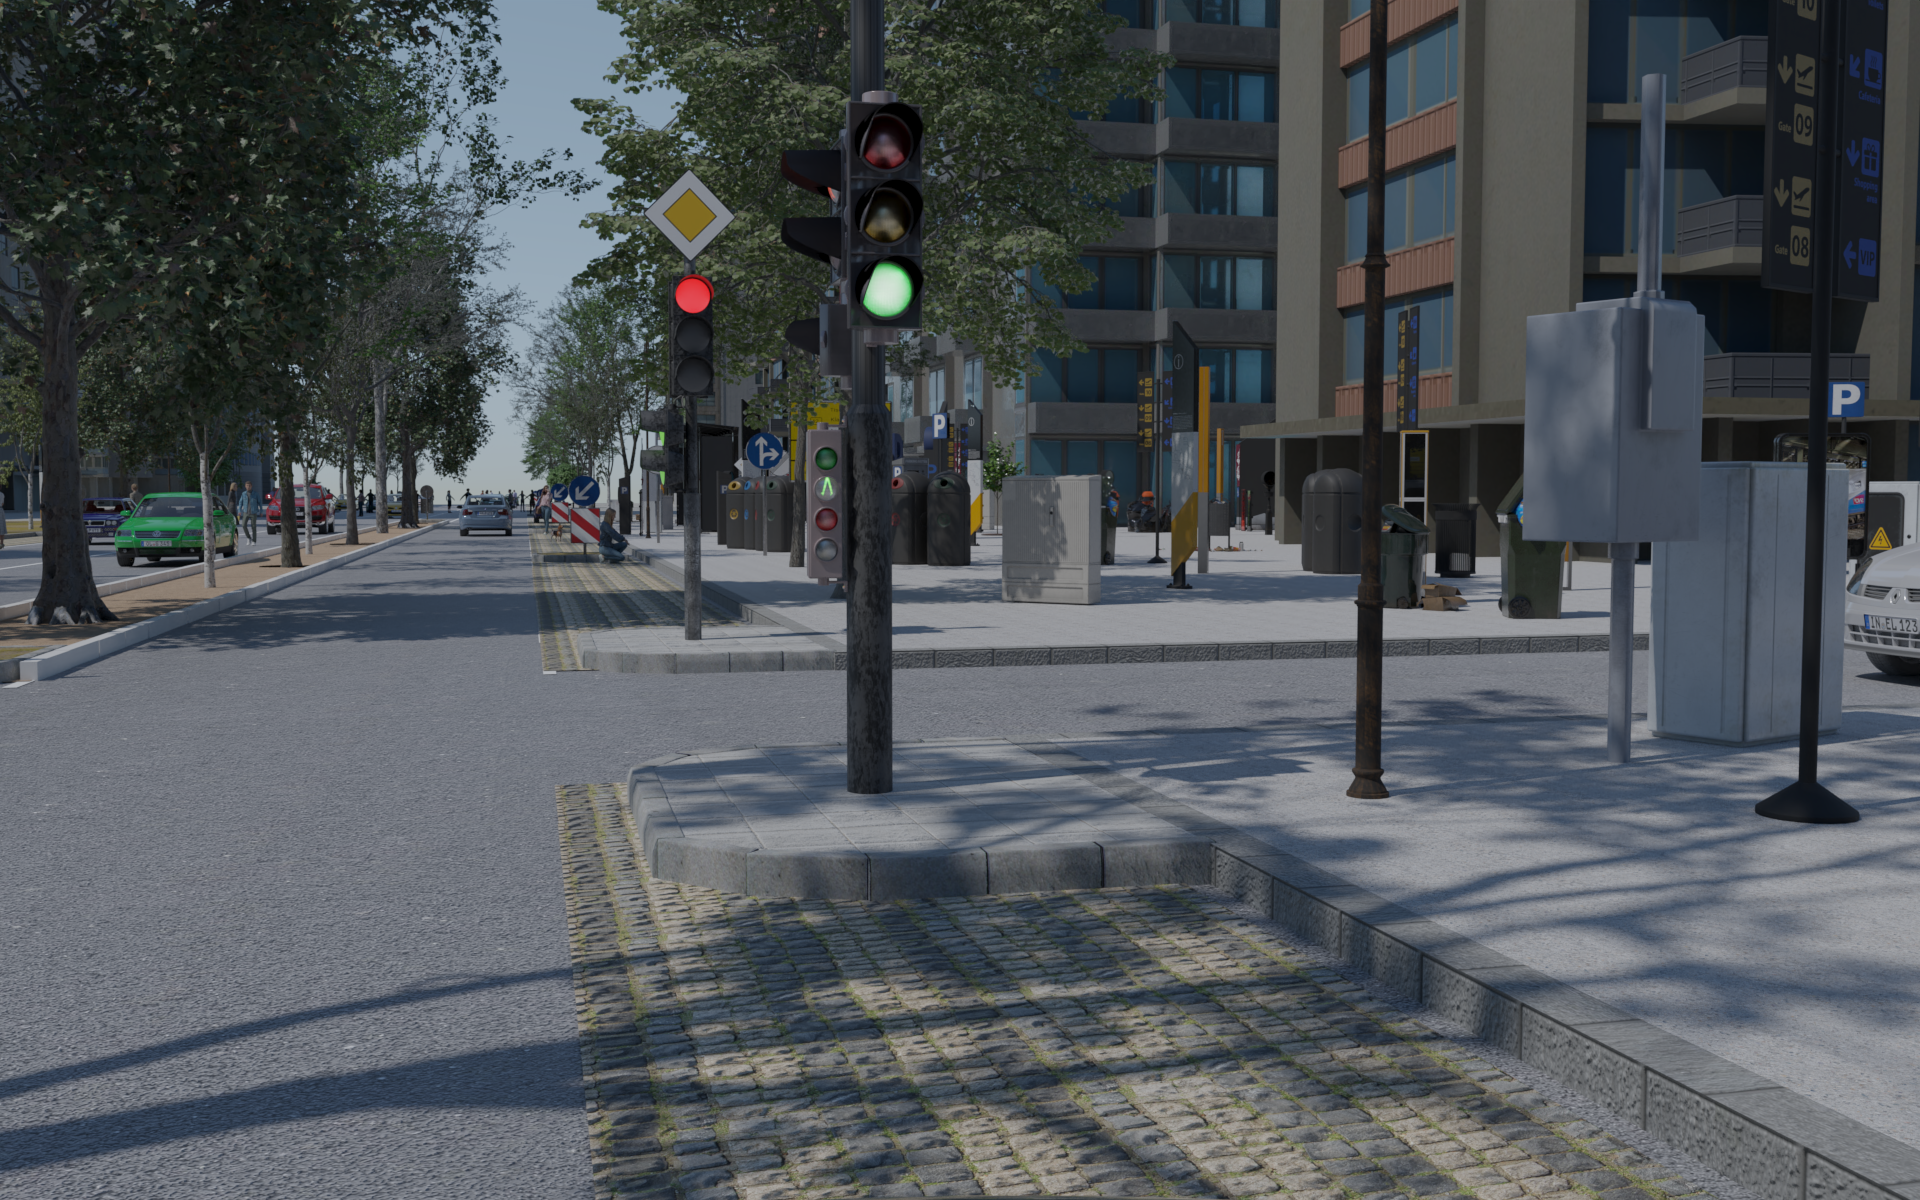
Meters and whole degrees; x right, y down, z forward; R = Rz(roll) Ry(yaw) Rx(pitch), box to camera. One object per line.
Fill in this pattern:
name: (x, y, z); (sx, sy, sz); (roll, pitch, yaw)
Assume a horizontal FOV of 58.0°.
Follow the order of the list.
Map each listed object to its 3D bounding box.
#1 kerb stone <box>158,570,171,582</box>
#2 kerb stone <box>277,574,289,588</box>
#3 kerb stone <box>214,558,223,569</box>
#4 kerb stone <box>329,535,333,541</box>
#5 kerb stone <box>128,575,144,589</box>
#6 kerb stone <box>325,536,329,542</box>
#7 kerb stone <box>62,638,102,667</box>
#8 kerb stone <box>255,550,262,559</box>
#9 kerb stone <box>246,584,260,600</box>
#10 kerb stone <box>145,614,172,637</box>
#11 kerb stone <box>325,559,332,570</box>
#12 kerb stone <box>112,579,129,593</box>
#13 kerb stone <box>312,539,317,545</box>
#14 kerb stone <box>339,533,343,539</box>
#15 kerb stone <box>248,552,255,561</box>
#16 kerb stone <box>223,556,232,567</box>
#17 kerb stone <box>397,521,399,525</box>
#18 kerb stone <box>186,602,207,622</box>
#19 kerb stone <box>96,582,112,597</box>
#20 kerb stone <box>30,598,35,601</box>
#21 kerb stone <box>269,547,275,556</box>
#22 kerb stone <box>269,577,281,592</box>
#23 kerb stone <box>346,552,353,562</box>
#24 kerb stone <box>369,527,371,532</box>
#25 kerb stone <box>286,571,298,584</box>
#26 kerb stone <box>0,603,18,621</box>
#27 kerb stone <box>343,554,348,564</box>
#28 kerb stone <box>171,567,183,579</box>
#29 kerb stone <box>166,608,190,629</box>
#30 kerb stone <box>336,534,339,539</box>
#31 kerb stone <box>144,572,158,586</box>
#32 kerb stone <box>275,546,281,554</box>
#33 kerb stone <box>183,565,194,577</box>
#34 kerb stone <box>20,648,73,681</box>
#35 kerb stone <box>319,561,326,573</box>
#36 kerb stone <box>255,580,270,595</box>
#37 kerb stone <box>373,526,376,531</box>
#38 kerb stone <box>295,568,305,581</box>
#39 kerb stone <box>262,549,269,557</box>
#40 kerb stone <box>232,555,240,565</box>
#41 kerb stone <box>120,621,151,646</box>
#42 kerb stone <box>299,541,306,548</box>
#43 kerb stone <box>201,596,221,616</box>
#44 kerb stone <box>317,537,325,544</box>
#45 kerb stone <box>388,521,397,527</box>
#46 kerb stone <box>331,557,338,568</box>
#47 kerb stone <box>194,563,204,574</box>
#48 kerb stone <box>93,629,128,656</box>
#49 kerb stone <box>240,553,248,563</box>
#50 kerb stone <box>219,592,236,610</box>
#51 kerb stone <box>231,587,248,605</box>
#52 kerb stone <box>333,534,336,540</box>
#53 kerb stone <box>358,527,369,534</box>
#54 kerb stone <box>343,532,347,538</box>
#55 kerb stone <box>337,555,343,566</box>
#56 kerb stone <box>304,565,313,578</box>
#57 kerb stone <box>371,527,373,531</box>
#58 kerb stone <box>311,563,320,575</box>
kerb stone: (-13.028, -0.363, 28.127); (0.120, 0.150, 1.000); (-1, 4, -14)
kerb stone: (-10.490, -0.270, 26.650); (0.120, 0.150, 1.000); (-1, 4, -14)
kerb stone: (-14.276, -0.667, 33.095); (0.120, 0.150, 1.000); (-1, 4, -14)
kerb stone: (-19.020, -1.818, 51.985); (0.120, 0.150, 1.000); (-1, 4, -14)
kerb stone: (-12.526, -0.241, 26.134); (0.120, 0.150, 1.000); (-1, 4, -14)
kerb stone: (-18.778, -1.758, 50.985); (0.120, 0.150, 1.000); (-1, 4, -14)
kerb stone: (-7.501, 0.458, 14.715); (0.120, 0.150, 1.000); (-1, 4, -14)
kerb stone: (-15.534, -0.963, 38.058); (0.120, 0.150, 1.000); (-1, 4, -14)
kerb stone: (-9.733, -0.089, 23.653); (0.120, 0.150, 1.000); (-1, 4, -14)
kerb stone: (-8.242, 0.276, 17.697); (0.120, 0.150, 1.000); (-1, 4, -14)
kerb stone: (-11.985, -0.637, 32.610); (0.120, 0.150, 1.000); (-1, 4, -14)
kerb stone: (-12.280, -0.176, 25.138); (0.120, 0.150, 1.000); (-1, 4, -14)
kerb stone: (-18.028, -1.579, 48.012); (0.120, 0.150, 1.000); (-1, 4, -14)
kerb stone: (-19.783, -2.005, 54.976); (0.120, 0.150, 1.000); (-1, 4, -14)
kerb stone: (-15.277, -0.909, 37.069); (0.120, 0.150, 1.000); (-1, 4, -14)
kerb stone: (-14.530, -0.727, 34.087); (0.120, 0.150, 1.000); (-1, 4, -14)
kerb stone: (-25.777, -3.465, 78.855); (0.120, 0.150, 1.000); (-1, 4, -14)
kerb stone: (-8.738, 0.163, 19.681); (0.120, 0.150, 1.000); (-1, 4, -14)
kerb stone: (-12.027, -0.118, 24.131); (0.120, 0.150, 1.000); (-1, 4, -14)
kerb stone: (-11.273, 0.064, 21.149); (0.120, 0.150, 1.000); (-1, 4, -14)
kerb stone: (-16.027, -1.090, 40.056); (0.120, 0.150, 1.000); (-1, 4, -14)
kerb stone: (-10.233, -0.210, 25.651); (0.120, 0.150, 1.000); (-1, 4, -14)
kerb stone: (-12.986, -0.880, 36.585); (0.120, 0.150, 1.000); (-1, 4, -14)
kerb stone: (-22.281, -2.614, 64.929); (0.120, 0.150, 1.000); (-1, 4, -14)
kerb stone: (-10.742, -0.333, 27.645); (0.120, 0.150, 1.000); (-1, 4, -14)
kerb stone: (-11.025, 0.130, 20.152); (0.120, 0.150, 1.000); (-1, 4, -14)
kerb stone: (-12.743, -0.819, 35.589); (0.120, 0.150, 1.000); (-1, 4, -14)
kerb stone: (-13.276, -0.422, 29.120); (0.120, 0.150, 1.000); (-1, 4, -14)
kerb stone: (-8.495, 0.217, 18.688); (0.120, 0.150, 1.000); (-1, 4, -14)
kerb stone: (-19.537, -1.944, 53.978); (0.120, 0.150, 1.000); (-1, 4, -14)
kerb stone: (-12.770, -0.302, 27.129); (0.120, 0.150, 1.000); (-1, 4, -14)
kerb stone: (-16.274, -1.150, 41.048); (0.120, 0.150, 1.000); (-1, 4, -14)
kerb stone: (-13.520, -0.484, 30.117); (0.120, 0.150, 1.000); (-1, 4, -14)
kerb stone: (-7.242, 0.518, 13.727); (0.120, 0.150, 1.000); (-1, 4, -14)
kerb stone: (-11.735, -0.576, 31.615); (0.120, 0.150, 1.000); (-1, 4, -14)
kerb stone: (-9.995, -0.151, 24.657); (0.120, 0.150, 1.000); (-1, 4, -14)
kerb stone: (-22.780, -2.732, 66.916); (0.120, 0.150, 1.000); (-1, 4, -14)
kerb stone: (-10.994, -0.394, 28.637); (0.120, 0.150, 1.000); (-1, 4, -14)
kerb stone: (-15.779, -1.027, 39.052); (0.120, 0.150, 1.000); (-1, 4, -14)
kerb stone: (-14.778, -0.783, 35.084); (0.120, 0.150, 1.000); (-1, 4, -14)
kerb stone: (-8.000, 0.336, 16.702); (0.120, 0.150, 1.000); (-1, 4, -14)
kerb stone: (-17.785, -1.518, 47.016); (0.120, 0.150, 1.000); (-1, 4, -14)
kerb stone: (-8.999, 0.093, 20.676); (0.120, 0.150, 1.000); (-1, 4, -14)
kerb stone: (-18.521, -1.697, 49.996); (0.120, 0.150, 1.000); (-1, 4, -14)
kerb stone: (-25.533, -3.404, 77.860); (0.120, 0.150, 1.000); (-1, 4, -14)
kerb stone: (-12.236, -0.698, 33.604); (0.120, 0.150, 1.000); (-1, 4, -14)
kerb stone: (-13.780, -0.545, 31.109); (0.120, 0.150, 1.000); (-1, 4, -14)
kerb stone: (-7.748, 0.399, 15.707); (0.120, 0.150, 1.000); (-1, 4, -14)
kerb stone: (-15.028, -0.849, 36.074); (0.120, 0.150, 1.000); (-1, 4, -14)
kerb stone: (-9.242, 0.032, 21.669); (0.120, 0.150, 1.000); (-1, 4, -14)
kerb stone: (-9.495, -0.028, 22.659); (0.120, 0.150, 1.000); (-1, 4, -14)
kerb stone: (-19.275, -1.883, 52.977); (0.120, 0.150, 1.000); (-1, 4, -14)
kerb stone: (-22.029, -2.552, 63.935); (0.120, 0.150, 1.000); (-1, 4, -14)
kerb stone: (-20.024, -2.067, 55.985); (0.120, 0.150, 1.000); (-1, 4, -14)
kerb stone: (-12.487, -0.758, 34.595); (0.120, 0.150, 1.000); (-1, 4, -14)
kerb stone: (-11.239, -0.451, 29.629); (0.120, 0.150, 1.000); (-1, 4, -14)
kerb stone: (-22.528, -2.674, 65.921); (0.120, 0.150, 1.000); (-1, 4, -14)
kerb stone: (-11.485, -0.515, 30.621); (0.120, 0.150, 1.000); (-1, 4, -14)
